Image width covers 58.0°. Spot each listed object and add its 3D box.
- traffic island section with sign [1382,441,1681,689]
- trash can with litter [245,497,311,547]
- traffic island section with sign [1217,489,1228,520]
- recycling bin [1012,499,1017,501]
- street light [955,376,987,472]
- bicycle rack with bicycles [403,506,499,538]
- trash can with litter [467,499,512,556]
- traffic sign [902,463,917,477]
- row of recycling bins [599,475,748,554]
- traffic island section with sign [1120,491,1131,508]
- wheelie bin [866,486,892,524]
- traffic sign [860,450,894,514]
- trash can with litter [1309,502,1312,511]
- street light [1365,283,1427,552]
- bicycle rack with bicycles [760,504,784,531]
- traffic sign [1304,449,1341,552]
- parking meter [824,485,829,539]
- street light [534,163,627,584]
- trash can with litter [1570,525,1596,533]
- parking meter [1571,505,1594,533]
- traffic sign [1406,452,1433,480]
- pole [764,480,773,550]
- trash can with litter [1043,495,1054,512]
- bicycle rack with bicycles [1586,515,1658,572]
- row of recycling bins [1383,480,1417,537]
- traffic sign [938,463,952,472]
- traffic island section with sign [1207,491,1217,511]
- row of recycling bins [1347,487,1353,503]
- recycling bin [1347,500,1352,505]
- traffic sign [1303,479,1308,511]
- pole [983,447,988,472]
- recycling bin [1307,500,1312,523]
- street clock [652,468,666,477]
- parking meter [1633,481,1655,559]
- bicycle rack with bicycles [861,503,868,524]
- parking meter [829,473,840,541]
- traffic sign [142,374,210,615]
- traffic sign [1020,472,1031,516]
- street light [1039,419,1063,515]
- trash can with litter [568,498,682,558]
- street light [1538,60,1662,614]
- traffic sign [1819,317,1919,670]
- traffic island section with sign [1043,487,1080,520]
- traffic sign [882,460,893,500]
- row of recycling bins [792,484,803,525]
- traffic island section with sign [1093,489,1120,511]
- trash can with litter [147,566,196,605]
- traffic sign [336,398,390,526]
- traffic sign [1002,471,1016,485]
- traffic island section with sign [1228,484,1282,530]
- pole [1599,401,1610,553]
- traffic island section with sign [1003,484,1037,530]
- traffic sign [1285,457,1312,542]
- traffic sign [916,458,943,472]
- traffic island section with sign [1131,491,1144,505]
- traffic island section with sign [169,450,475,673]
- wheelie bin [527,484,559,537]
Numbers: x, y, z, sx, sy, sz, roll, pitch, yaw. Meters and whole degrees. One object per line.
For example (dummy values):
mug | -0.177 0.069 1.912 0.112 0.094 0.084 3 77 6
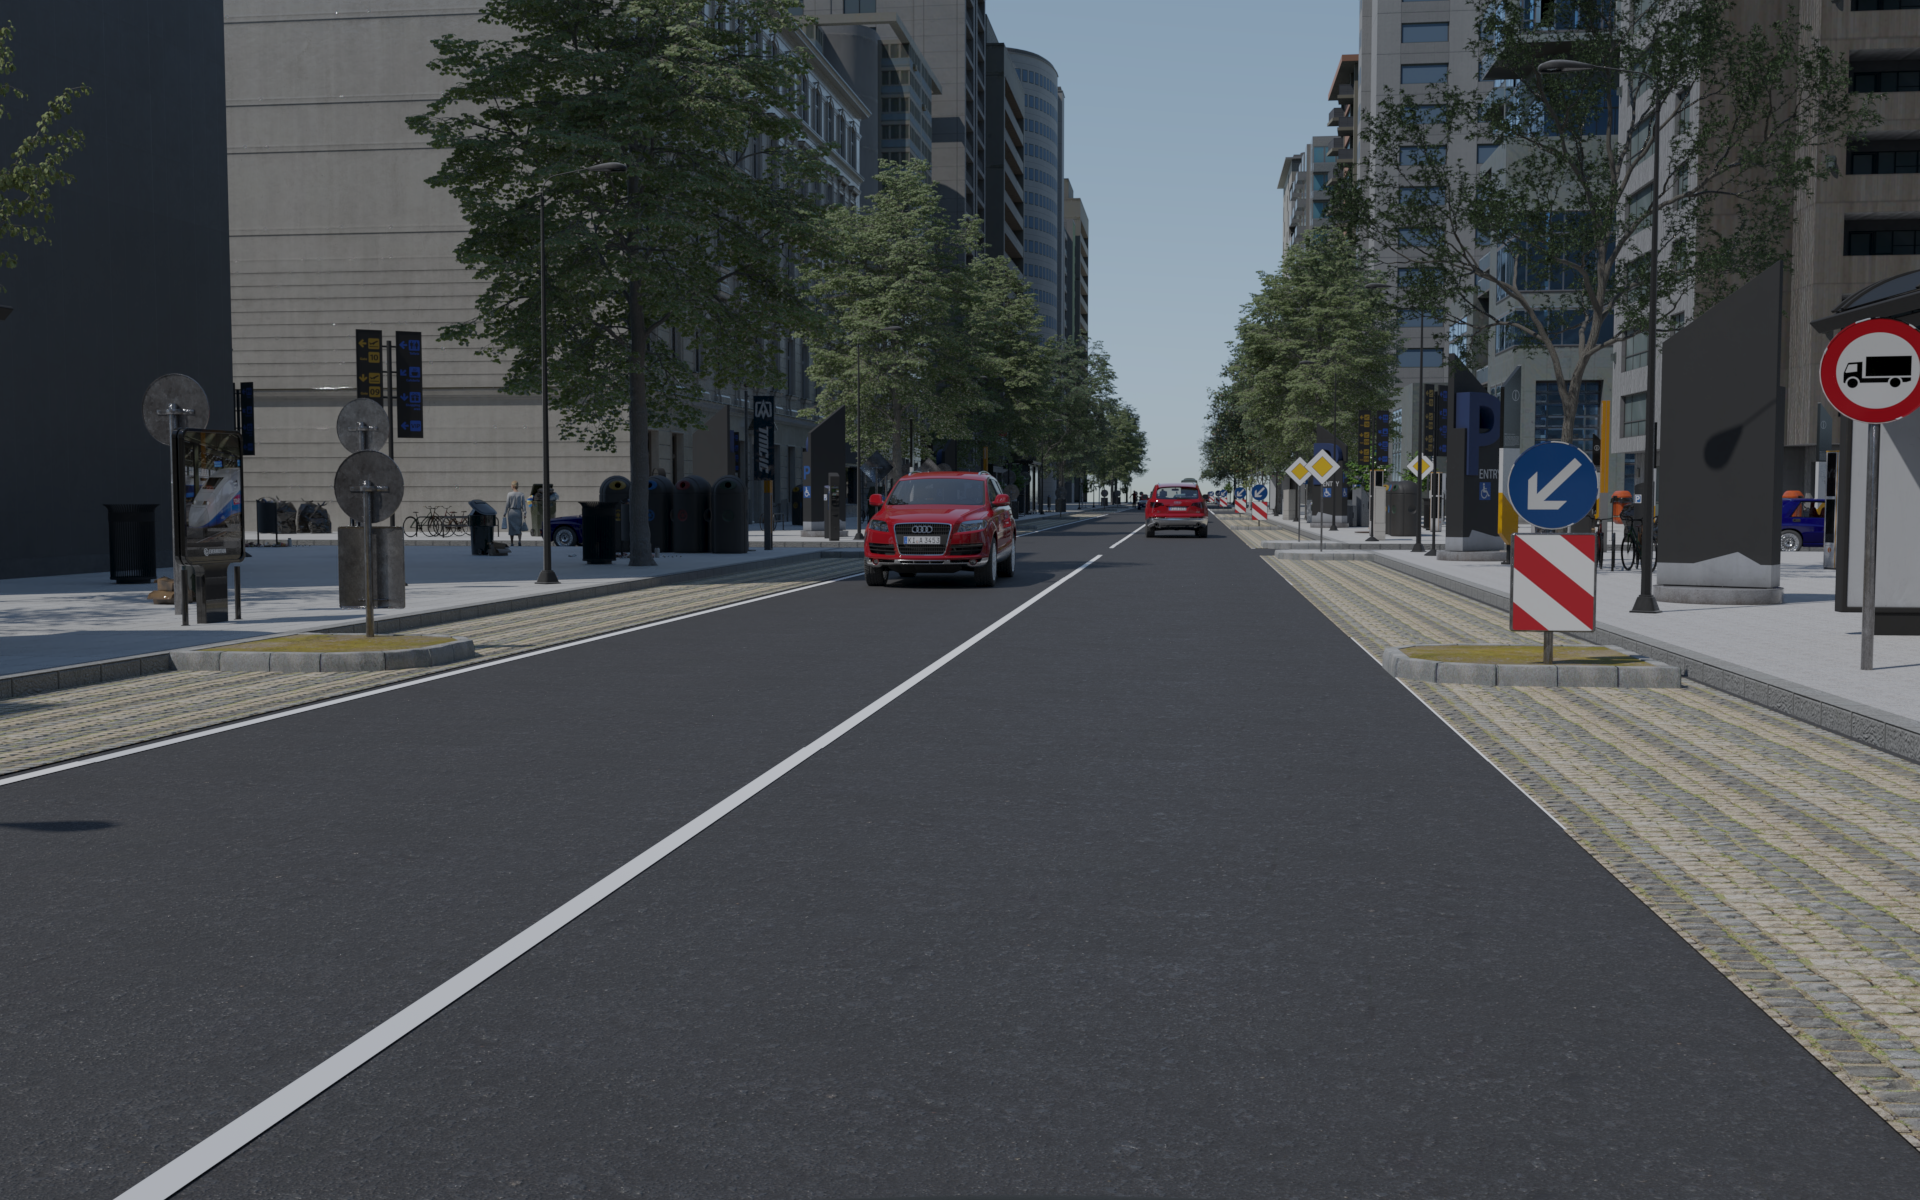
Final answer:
traffic island section with sign | 4.426 -0.312 13.733 1.989 1.847 2.006 0 4 8
trash can with litter | -17.143 -1.901 42.133 2.233 1.210 1.678 1 4 12
traffic island section with sign | 15.398 -5.339 95.928 1.989 1.847 2.006 0 4 8
recycling bin | 2.704 -5.072 95.482 0.722 1.027 0.722 -1 4 -13
street light | 0.379 -5.860 68.344 1.470 5.913 1.316 0 4 8
bicycle rack with bicycles | -15.267 -2.354 51.870 2.925 0.926 2.852 -3 5 -41
trash can with litter | -9.801 -1.519 36.222 1.055 1.170 0.624 2 4 35
traffic sign | -2.107 -4.369 71.547 0.768 2.556 0.104 1 4 13
row of recycling bins | -6.285 -1.886 37.947 3.534 1.692 1.069 1 4 17
traffic island section with sign | 15.853 -10.065 173.193 1.989 1.847 2.006 0 4 8
wheelie bin | -3.401 -3.838 70.665 0.980 1.594 0.693 2 4 24
traffic sign | -1.917 -2.213 39.821 0.795 2.450 0.064 0 4 8
trash can with litter | 14.637 -3.566 69.688 1.055 1.170 0.624 0 4 -5
street light | 9.608 -4.017 38.219 1.470 5.913 1.316 0 4 8
bicycle rack with bicycles | -7.355 -2.872 60.346 2.852 0.926 2.925 0 4 6
traffic sign | 8.036 -2.131 38.477 0.795 2.450 0.064 0 4 8
parking meter | -3.728 -2.538 49.914 0.372 1.533 0.369 0 3 0
street light | -5.357 -3.178 24.496 1.470 5.913 1.316 0 4 8
trash can with litter | 18.118 -2.394 50.537 1.055 1.170 0.624 0 4 2
parking meter | 11.961 -1.684 33.252 0.399 1.863 0.255 1 4 17
traffic sign | 12.561 -2.815 47.216 0.795 2.450 0.064 1 4 12
pole | -4.384 -2.796 39.561 0.158 3.312 0.155 0 3 0
trash can with litter | 6.387 -6.751 121.430 1.678 1.210 2.233 1 4 8
bicycle rack with bicycles | 11.758 -0.958 29.041 2.852 0.926 2.925 1 4 22
row of recycling bins | 13.683 -2.847 53.669 1.069 1.692 3.534 0 4 7
traffic sign | -0.711 -4.402 72.077 0.768 2.556 0.104 1 4 13
traffic island section with sign | 21.991 -8.363 145.358 1.989 1.847 2.006 0 4 8
row of recycling bins | 20.332 -5.009 89.010 3.534 1.692 1.069 3 4 37
recycling bin | 17.425 -3.865 75.755 0.722 1.027 0.722 -1 4 -17
traffic sign | 18.432 -5.642 92.349 0.768 2.556 0.104 1 4 13
pole | 1.101 -4.945 74.687 0.158 3.312 0.155 0 3 0
recycling bin | 15.757 -3.905 76.395 0.722 1.027 0.722 2 4 34
street clock | -8.333 -2.655 47.984 0.358 2.002 0.471 -2 4 -33
parking meter | 13.450 -1.569 34.072 0.372 1.533 0.369 0 3 0
bicycle rack with bicycles | -2.902 -3.724 74.273 2.852 0.926 2.925 -1 4 -16
parking meter | -3.437 -2.543 47.292 0.255 1.863 0.399 -1 4 -13
traffic sign | -8.307 -1.115 18.338 0.768 2.556 0.104 0 4 8
traffic sign | 3.713 -6.078 99.483 0.768 2.556 0.104 1 4 12
street light | 5.657 -8.263 107.645 1.470 5.913 1.316 0 4 8
trash can with litter | -6.902 -1.471 35.109 2.233 1.210 1.678 2 4 27
street light | 6.888 -2.820 18.649 1.470 5.913 1.316 0 4 8
traffic sign | 6.617 -0.762 12.562 0.768 2.556 0.104 1 4 16
traffic island section with sign | 5.697 -5.410 97.085 1.989 1.847 2.006 0 4 8
traffic sign | -2.722 -3.885 63.633 0.768 2.556 0.104 1 4 10
row of recycling bins | -6.065 -3.887 70.671 1.069 1.692 3.534 -1 4 -19
traffic island section with sign | 12.290 -8.431 146.474 1.989 1.847 2.006 0 4 8
trash can with litter | -9.057 -0.556 20.473 0.624 1.170 1.055 1 4 14
traffic sign | -7.937 -1.401 23.015 0.768 2.556 0.104 1 4 11
traffic sign | 2.651 -5.740 93.959 0.768 2.556 0.104 1 4 16
traffic island section with sign | 11.827 -3.705 69.209 1.989 1.847 2.006 0 4 8
pole | 14.090 -2.693 37.877 0.158 3.312 0.155 0 3 0
traffic island section with sign | 2.097 -3.763 70.148 1.989 1.847 2.006 0 4 8
traffic sign | 9.093 -2.615 46.392 0.795 2.450 0.064 0 4 8
traffic sign | -0.861 -2.697 47.736 0.795 2.450 0.064 0 4 8
traffic island section with sign | 23.269 -13.467 228.810 1.989 1.847 2.006 0 4 8
traffic island section with sign | -5.289 -0.377 14.786 1.989 1.847 2.006 0 4 8
wheelie bin | -12.556 -2.717 52.330 0.980 1.594 0.693 -3 4 -36
